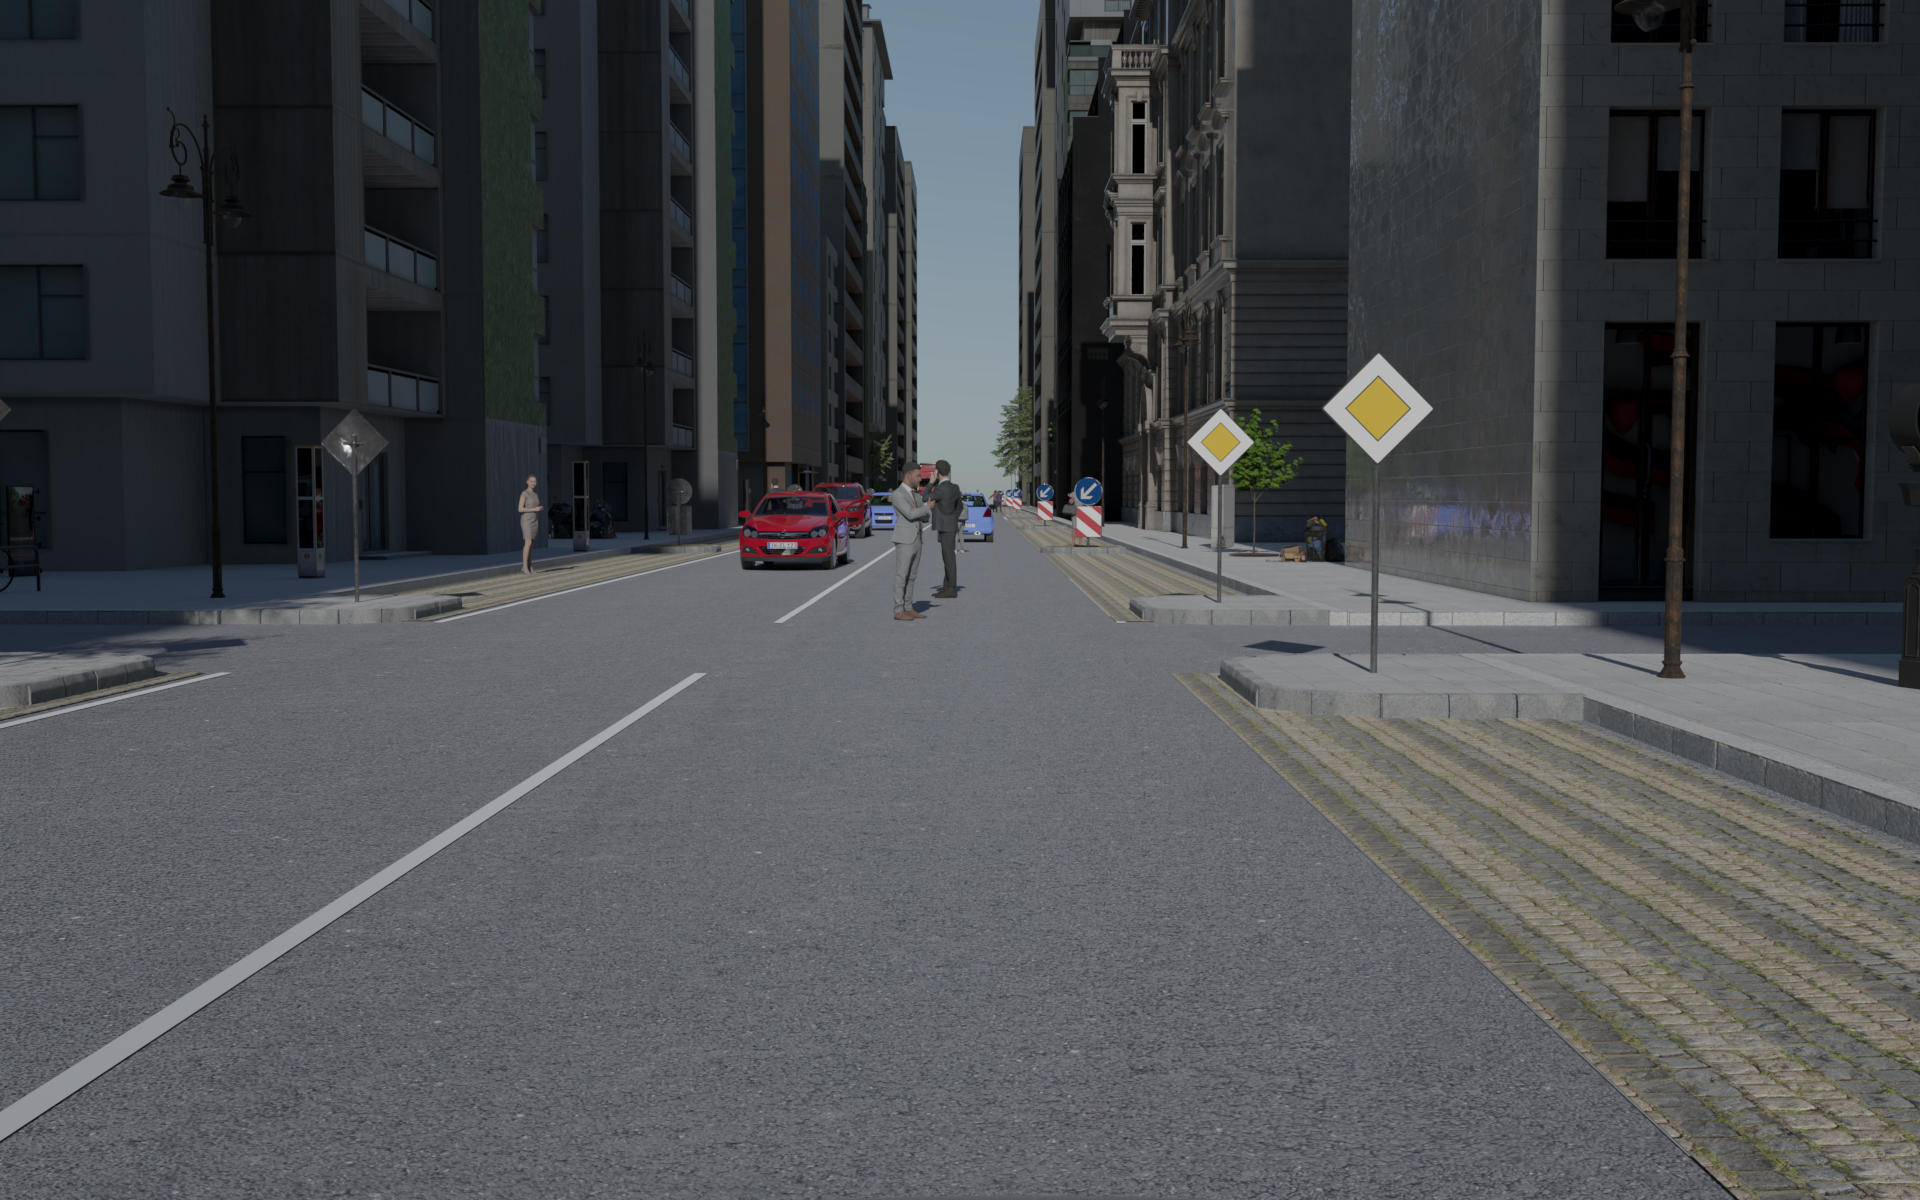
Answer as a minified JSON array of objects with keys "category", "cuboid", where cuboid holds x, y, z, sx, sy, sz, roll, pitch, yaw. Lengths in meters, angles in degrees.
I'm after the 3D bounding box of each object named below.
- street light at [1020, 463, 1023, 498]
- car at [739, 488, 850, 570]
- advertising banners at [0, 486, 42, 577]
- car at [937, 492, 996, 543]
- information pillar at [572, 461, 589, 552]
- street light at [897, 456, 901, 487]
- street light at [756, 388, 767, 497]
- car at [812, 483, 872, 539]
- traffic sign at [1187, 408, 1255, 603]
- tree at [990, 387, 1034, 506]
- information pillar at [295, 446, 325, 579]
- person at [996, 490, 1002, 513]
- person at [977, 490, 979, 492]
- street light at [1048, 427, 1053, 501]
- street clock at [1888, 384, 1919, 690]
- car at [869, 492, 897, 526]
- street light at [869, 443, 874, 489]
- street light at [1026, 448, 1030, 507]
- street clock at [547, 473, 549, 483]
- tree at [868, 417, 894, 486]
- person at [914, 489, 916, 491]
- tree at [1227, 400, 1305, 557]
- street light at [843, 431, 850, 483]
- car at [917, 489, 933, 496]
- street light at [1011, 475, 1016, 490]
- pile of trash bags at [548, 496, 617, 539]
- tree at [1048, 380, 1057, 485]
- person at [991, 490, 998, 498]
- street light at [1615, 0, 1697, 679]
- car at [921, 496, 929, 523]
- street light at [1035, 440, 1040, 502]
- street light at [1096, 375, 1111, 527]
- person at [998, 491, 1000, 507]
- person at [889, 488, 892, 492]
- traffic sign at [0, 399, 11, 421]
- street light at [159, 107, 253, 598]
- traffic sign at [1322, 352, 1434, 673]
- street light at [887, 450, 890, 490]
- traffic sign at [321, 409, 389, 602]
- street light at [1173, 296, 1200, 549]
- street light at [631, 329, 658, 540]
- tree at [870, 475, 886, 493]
[{"category":"street light","cuboid":[7.057,-13.889,199.873,0.468,5.910,1.993,0,4,1]},{"category":"car","cuboid":[-3.215,-1.535,34.135,2.155,1.783,4.494,0,4,2]},{"category":"advertising banners","cuboid":[-14.863,-1.833,26.152,0.090,3.025,2.074,2,4,25]},{"category":"car","cuboid":[0.141,-2.626,52.523,1.945,1.707,3.694,0,4,-1]},{"category":"information pillar","cuboid":[-8.452,-2.086,38.605,0.304,2.012,0.304,0,4,1]},{"category":"street light","cuboid":[-7.273,-14.380,207.896,0.468,5.910,1.993,0,4,1]},{"category":"street light","cuboid":[-8.577,-6.302,75.825,0.468,5.910,1.993,0,4,1]},{"category":"car","cuboid":[-4.036,-2.966,57.169,2.281,1.827,5.304,0,4,1]},{"category":"traffic sign","cuboid":[3.049,-1.021,20.342,0.795,2.450,0.064,0,4,1]},{"category":"tree","cuboid":[7.025,-16.203,183.051,7.486,12.596,7.792,0,3,0]},{"category":"information pillar","cuboid":[-9.895,-1.339,26.377,0.304,2.012,0.304,0,4,6]},{"category":"person","cuboid":[3.064,-7.639,134.312,0.530,1.710,0.541,-3,5,-40]},{"category":"person","cuboid":[1.596,-9.197,158.899,0.705,1.821,1.348,-3,5,-41]},{"category":"street light","cuboid":[6.126,-8.814,116.900,0.468,5.910,1.993,0,4,1]},{"category":"street clock","cuboid":[6.353,-0.417,11.393,0.471,2.002,0.358,-1,4,-18]},{"category":"car","cuboid":[-2.967,-3.654,69.337,1.945,1.707,3.694,0,3,0]},{"category":"street light","cuboid":[-7.718,-10.983,152.357,0.468,5.910,1.993,0,4,1]},{"category":"street light","cuboid":[6.743,-12.149,171.428,0.468,5.910,1.993,0,4,1]},{"category":"street clock","cuboid":[-12.660,-2.922,52.344,0.471,2.002,0.358,0,4,-1]},{"category":"tree","cuboid":[-8.623,-13.205,166.263,4.737,8.622,4.395,0,3,0]},{"category":"person","cuboid":[-3.472,-7.596,132.676,1.348,1.826,0.705,-3,5,-44]},{"category":"tree","cuboid":[5.972,-2.506,35.580,1.663,3.219,1.824,0,3,0]},{"category":"street light","cuboid":[-8.091,-9.268,124.323,0.468,5.910,1.993,0,4,1]},{"category":"car","cuboid":[-2.931,-8.302,144.403,2.281,1.827,5.304,0,4,1]},{"category":"street light","cuboid":[7.572,-17.247,254.768,0.468,5.910,1.993,0,4,1]},{"category":"pile of trash bags","cuboid":[-11.611,-2.475,50.222,3.447,1.369,1.912,0,4,7]},{"category":"tree","cuboid":[7.126,-9.435,104.625,4.737,8.622,4.395,0,3,0]},{"category":"person","cuboid":[3.395,-9.589,165.368,1.348,1.812,0.705,-2,4,-30]},{"category":"street light","cuboid":[4.979,-2.394,11.936,0.468,5.910,1.993,0,4,1]},{"category":"car","cuboid":[-2.537,-4.583,87.286,2.083,1.381,4.827,0,4,1]},{"category":"street light","cuboid":[6.497,-10.486,144.227,0.468,5.910,1.993,0,4,1]},{"category":"street light","cuboid":[5.596,-5.807,67.725,0.468,5.910,1.993,0,4,1]},{"category":"person","cuboid":[4.375,-11.572,197.725,0.705,1.821,1.348,0,4,-4]},{"category":"person","cuboid":[-4.262,-5.985,106.360,1.348,1.823,0.705,0,4,-6]},{"category":"traffic sign","cuboid":[-7.229,-0.541,12.487,0.795,2.450,0.064,0,4,1]},{"category":"street light","cuboid":[-9.185,-2.964,21.257,0.468,5.910,1.993,0,4,1]},{"category":"traffic sign","cuboid":[2.964,-0.533,12.358,0.795,2.450,0.064,0,4,1]},{"category":"street light","cuboid":[-7.422,-12.695,180.356,0.468,5.910,1.993,0,4,1]},{"category":"traffic sign","cuboid":[-7.144,-1.029,20.471,0.795,2.450,0.064,0,4,1]},{"category":"street light","cuboid":[5.291,-4.149,40.618,0.468,5.910,1.993,0,4,1]},{"category":"street light","cuboid":[-8.833,-4.638,48.612,0.468,5.910,1.993,0,4,1]},{"category":"tree","cuboid":[-8.102,-10.875,172.406,1.663,3.219,1.824,0,3,0]}]
